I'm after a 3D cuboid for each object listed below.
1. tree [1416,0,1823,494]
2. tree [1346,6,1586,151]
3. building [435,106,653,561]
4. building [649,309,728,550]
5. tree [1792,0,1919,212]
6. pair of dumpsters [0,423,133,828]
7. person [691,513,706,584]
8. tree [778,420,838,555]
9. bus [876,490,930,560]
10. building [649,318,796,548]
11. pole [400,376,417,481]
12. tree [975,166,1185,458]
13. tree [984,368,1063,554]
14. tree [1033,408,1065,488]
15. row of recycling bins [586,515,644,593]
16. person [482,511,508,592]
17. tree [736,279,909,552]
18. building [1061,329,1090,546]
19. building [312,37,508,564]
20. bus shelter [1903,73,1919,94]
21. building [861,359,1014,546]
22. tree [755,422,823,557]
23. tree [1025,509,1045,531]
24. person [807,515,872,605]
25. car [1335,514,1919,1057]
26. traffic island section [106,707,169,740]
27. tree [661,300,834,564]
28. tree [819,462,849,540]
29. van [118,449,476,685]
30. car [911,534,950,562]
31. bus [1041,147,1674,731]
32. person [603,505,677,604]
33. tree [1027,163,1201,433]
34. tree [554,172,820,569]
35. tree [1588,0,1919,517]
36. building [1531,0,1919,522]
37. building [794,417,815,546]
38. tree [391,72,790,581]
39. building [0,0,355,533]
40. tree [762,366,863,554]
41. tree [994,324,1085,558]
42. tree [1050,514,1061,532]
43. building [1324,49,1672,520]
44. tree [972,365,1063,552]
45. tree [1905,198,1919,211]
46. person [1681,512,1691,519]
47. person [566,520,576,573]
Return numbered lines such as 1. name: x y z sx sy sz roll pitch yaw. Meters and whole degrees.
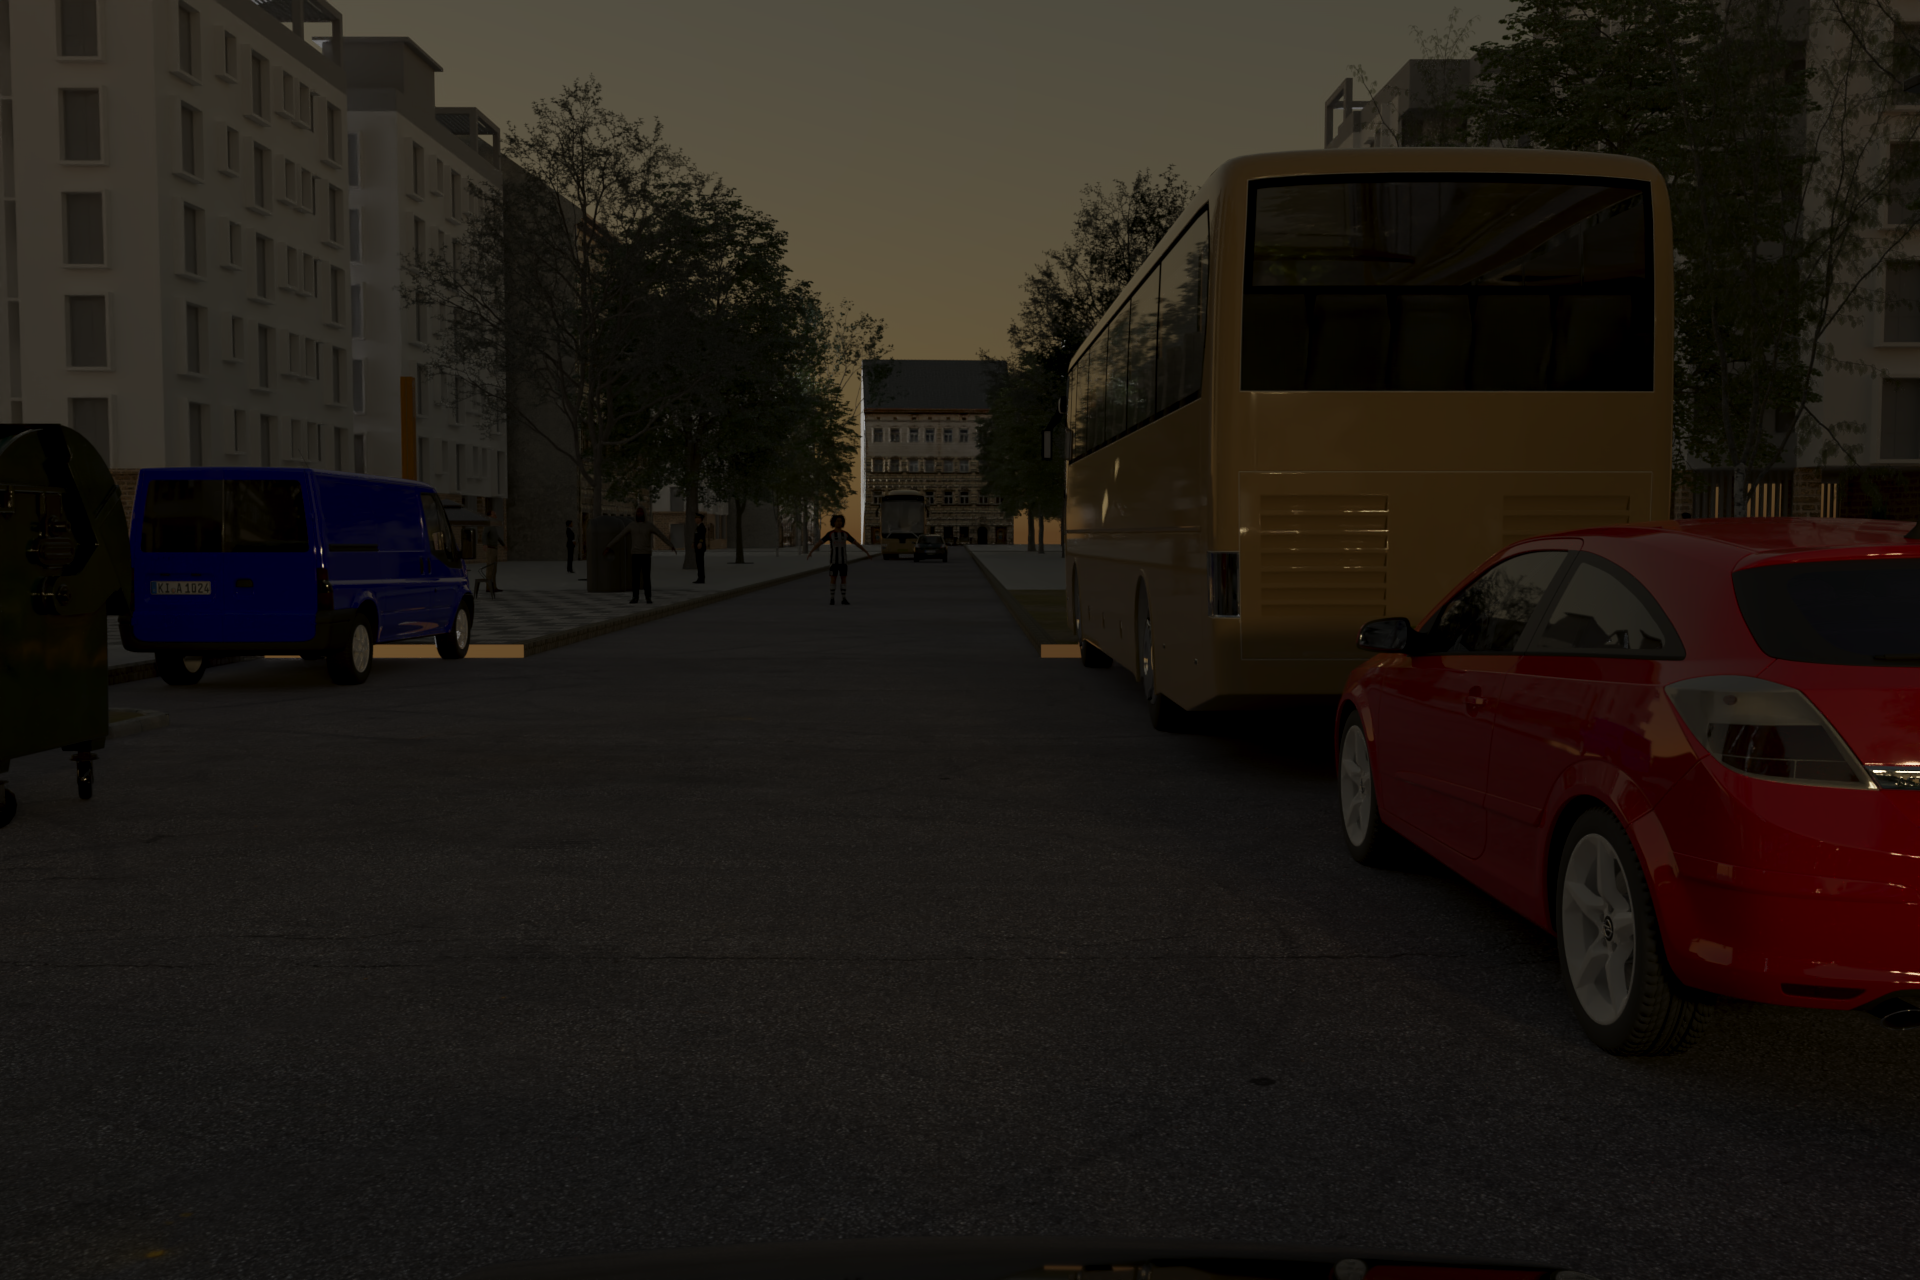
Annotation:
1. tree: 11.960 -6.983 32.301 7.486 12.596 7.792 0 3 0
2. tree: 7.315 -4.571 25.100 4.360 8.622 3.978 0 3 0
3. building: -27.216 -15.892 90.761 19.493 23.208 18.063 0 4 1
4. building: -25.505 -17.392 140.785 16.016 20.090 11.380 0 4 -1
5. tree: 8.557 -3.756 11.781 4.360 8.622 3.978 0 3 0
6. pair of dumpsters: -6.720 -0.232 8.750 4.436 2.255 1.574 0 4 0
7. person: -6.768 -2.383 44.905 0.705 1.837 1.347 -1 4 -16
8. tree: -9.904 -9.526 106.111 4.360 8.622 3.978 0 3 0
9. bus: -3.095 -6.614 99.693 2.896 3.916 12.252 0 4 0
10. building: -25.729 -20.413 164.682 19.493 23.208 18.063 0 4 -1
11. pole: -7.159 -1.755 22.545 0.158 3.312 0.155 0 3 0
12. tree: 5.633 -9.077 58.776 12.009 13.543 11.850 0 3 0
13. tree: 5.059 -11.928 113.153 7.486 12.596 7.792 0 3 0
14. tree: 5.207 -8.269 85.555 4.360 8.622 3.978 0 3 0
15. row of recycling bins: -7.730 -1.979 39.473 1.069 1.692 3.534 0 4 1
16. person: -10.308 -1.954 38.219 0.705 1.796 1.348 0 4 5
17. tree: -10.124 -16.608 127.433 12.611 20.169 13.585 0 3 0
18. building: 24.724 -21.035 187.902 27.936 21.610 32.646 0 4 -1
19. building: -26.024 -12.902 67.373 16.016 20.090 11.380 0 4 0
20. bus shelter: 5.769 -0.902 6.034 1.731 3.624 6.357 0 4 0
21. building: -3.188 -23.457 216.912 18.063 23.208 19.493 0 4 -4
22. tree: -10.075 -8.965 96.935 4.737 8.622 4.395 0 3 0
23. tree: 10.179 -16.037 212.563 4.360 8.622 3.978 0 3 0
24. person: -2.457 -1.619 35.069 1.345 1.843 0.704 -1 4 -17
25. car: 2.619 0.171 6.244 2.155 1.783 4.494 0 4 -1
26. traffic island section: -6.916 0.635 12.491 1.991 0.108 1.994 0 4 -1
27. tree: -9.460 -9.122 74.900 9.928 11.665 9.643 0 3 0
28. tree: -17.319 -17.297 217.212 7.601 10.594 8.767 0 4 -8
29. van: -6.623 -0.840 18.111 2.240 2.365 5.245 0 3 0
30. car: -1.497 -4.830 88.761 2.009 1.686 4.222 0 3 0
31. bus: 2.540 -1.462 15.450 2.896 3.916 12.252 0 4 -1
32. person: -5.879 -1.577 31.917 1.348 1.813 0.705 0 4 -2
33. tree: 5.322 -6.744 44.681 8.767 10.594 7.601 2 4 33
34. tree: -9.673 -9.547 62.752 9.857 13.997 8.962 0 3 0
35. tree: 8.653 -4.208 19.168 4.360 8.622 3.978 0 3 0
36. building: 23.710 -12.142 54.949 16.016 20.090 11.380 0 4 0
37. building: -25.966 -21.976 190.229 19.493 23.208 18.063 0 4 0
38. tree: -10.026 -8.369 47.202 12.009 13.543 11.850 0 3 0
39. building: -26.990 -11.828 49.804 16.016 20.090 11.380 0 4 0
40. tree: -10.066 -11.972 113.871 7.486 12.596 7.792 0 3 0
41. tree: 5.691 -10.677 92.693 7.486 12.596 7.792 0 3 0
42. tree: 12.577 -16.370 218.013 4.737 8.622 4.395 0 3 0
43. building: 20.630 -13.270 73.390 16.016 20.090 11.380 0 3 0
44. tree: 5.282 -13.455 126.636 9.857 13.997 8.962 0 3 0
45. tree: 16.421 -6.363 22.162 7.486 12.596 7.792 0 3 0
46. person: 17.531 -2.186 41.922 1.347 1.806 0.705 -1 4 -19
47. person: -12.743 -3.074 56.976 0.721 1.740 1.216 -1 4 -18
